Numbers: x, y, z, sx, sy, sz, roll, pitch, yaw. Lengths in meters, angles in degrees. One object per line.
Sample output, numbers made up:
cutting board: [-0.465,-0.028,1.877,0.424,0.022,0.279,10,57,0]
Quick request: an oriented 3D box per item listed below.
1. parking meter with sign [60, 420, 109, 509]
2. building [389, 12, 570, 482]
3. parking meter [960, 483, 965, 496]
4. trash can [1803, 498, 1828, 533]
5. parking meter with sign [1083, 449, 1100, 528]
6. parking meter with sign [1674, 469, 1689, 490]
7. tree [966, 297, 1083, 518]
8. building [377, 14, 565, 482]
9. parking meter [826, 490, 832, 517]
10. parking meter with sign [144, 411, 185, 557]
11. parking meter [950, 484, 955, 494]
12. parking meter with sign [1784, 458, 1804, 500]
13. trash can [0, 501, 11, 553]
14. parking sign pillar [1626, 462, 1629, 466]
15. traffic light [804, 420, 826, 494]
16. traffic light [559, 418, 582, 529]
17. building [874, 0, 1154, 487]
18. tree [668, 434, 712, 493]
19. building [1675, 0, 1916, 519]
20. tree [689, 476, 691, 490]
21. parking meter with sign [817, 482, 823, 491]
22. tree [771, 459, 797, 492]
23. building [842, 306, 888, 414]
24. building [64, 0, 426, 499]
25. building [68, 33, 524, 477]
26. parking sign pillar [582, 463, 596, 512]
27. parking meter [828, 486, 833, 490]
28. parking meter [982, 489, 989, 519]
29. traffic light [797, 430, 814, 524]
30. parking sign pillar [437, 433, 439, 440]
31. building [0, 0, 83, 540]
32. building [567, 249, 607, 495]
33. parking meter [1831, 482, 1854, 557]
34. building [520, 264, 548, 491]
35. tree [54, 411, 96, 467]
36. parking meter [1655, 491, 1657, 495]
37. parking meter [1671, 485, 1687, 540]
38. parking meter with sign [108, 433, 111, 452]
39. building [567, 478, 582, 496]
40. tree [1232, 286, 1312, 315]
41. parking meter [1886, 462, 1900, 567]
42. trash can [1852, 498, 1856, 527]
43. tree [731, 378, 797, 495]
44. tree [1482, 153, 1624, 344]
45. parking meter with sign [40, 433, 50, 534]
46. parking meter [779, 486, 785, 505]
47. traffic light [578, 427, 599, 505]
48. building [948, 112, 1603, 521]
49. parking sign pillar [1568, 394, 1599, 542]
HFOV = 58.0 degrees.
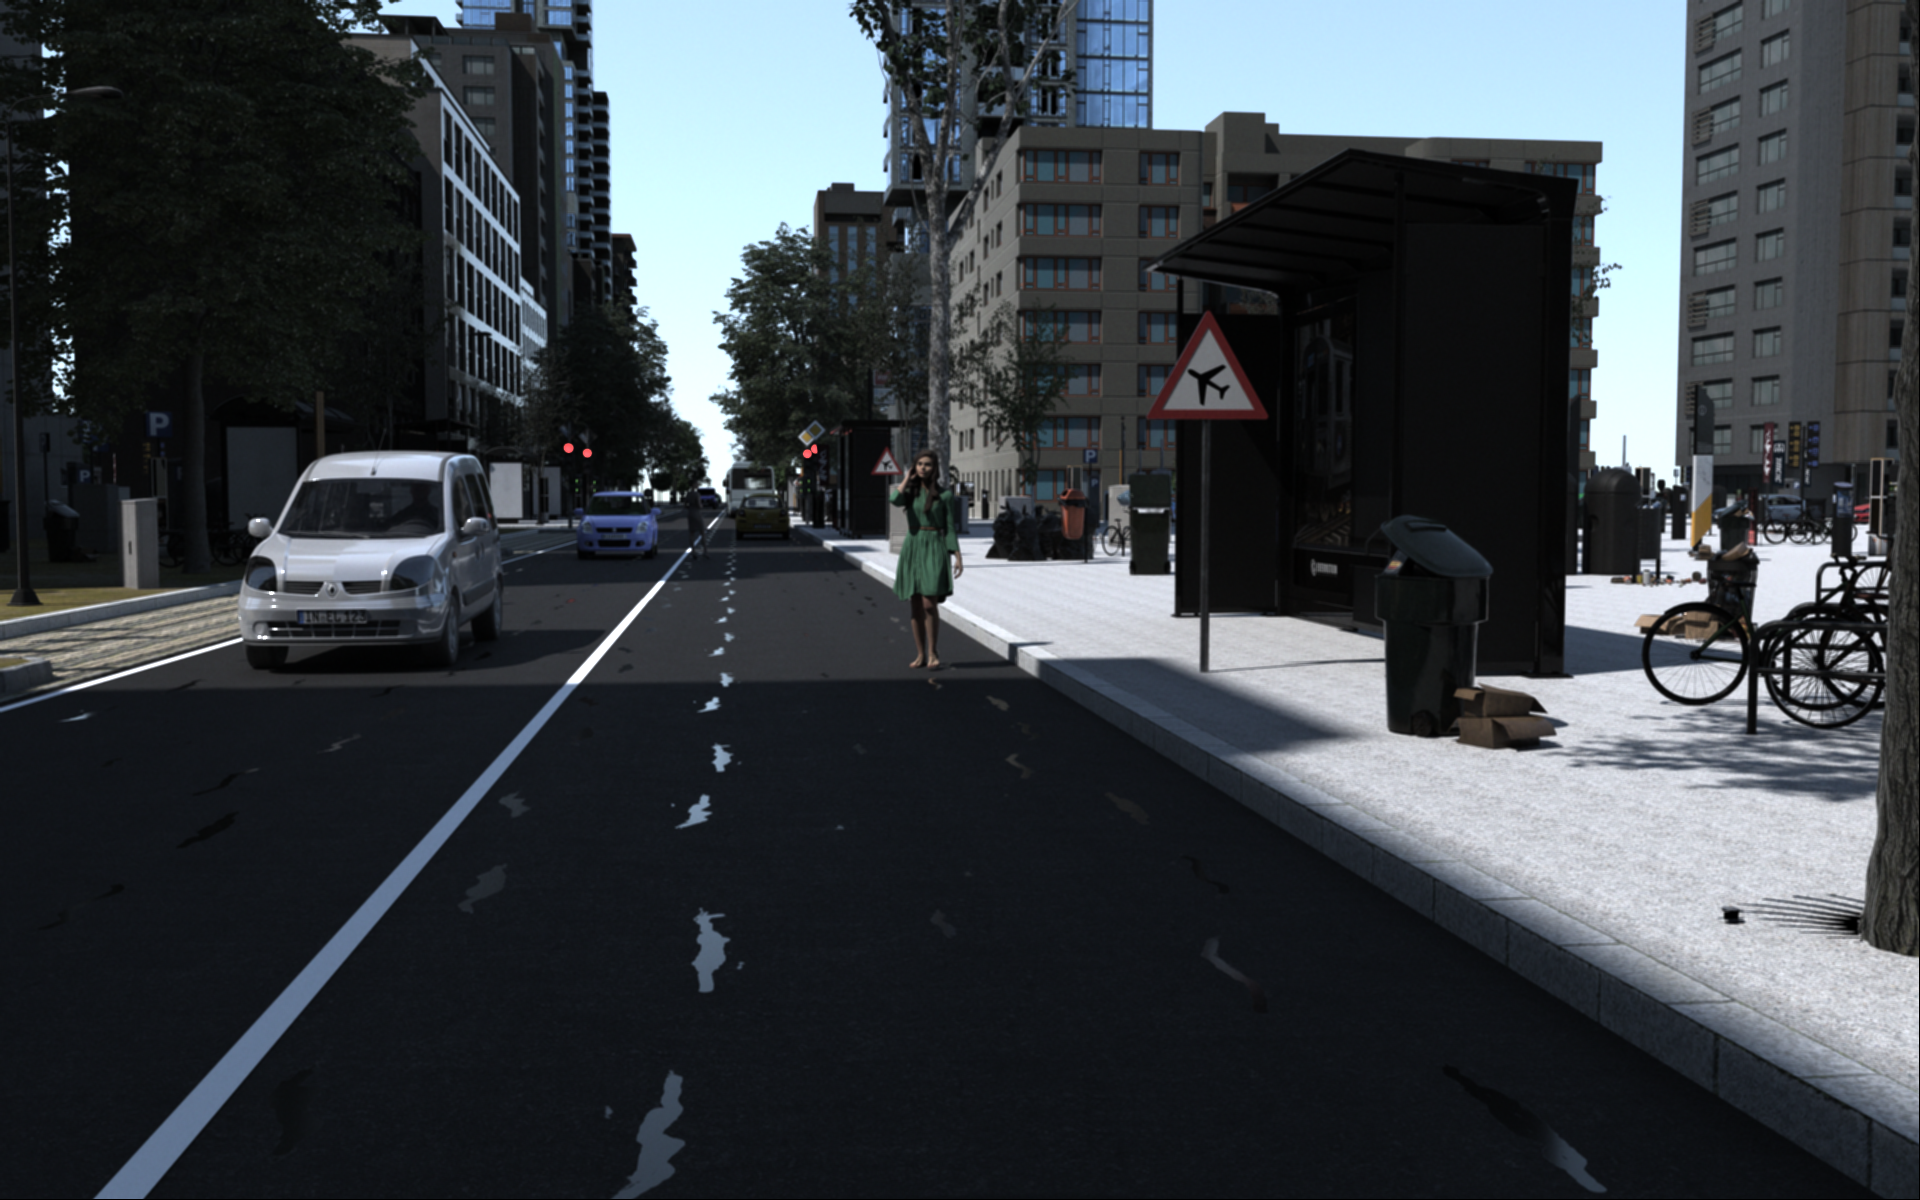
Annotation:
parking meter with sign: [-20.992,-2.760,41.394,0.543,3.016,1.738,-3,5,-43]
building: [-45.197,-31.522,165.496,14.600,45.320,14.200,0,4,-7]
parking meter: [0.124,-5.032,87.976,0.255,1.863,0.399,0,4,-4]
trash can: [28.532,-2.821,57.781,0.748,1.137,0.748,0,3,0]
parking meter with sign: [5.083,-4.278,66.213,0.543,3.016,1.738,0,4,-3]
parking meter with sign: [50.169,-7.534,119.436,0.543,3.016,1.738,-3,5,-41]
tree: [2.474,-6.948,63.964,4.737,8.622,4.395,0,3,0]
building: [-42.706,-28.631,151.707,14.154,41.232,14.086,0,4,-7]
parking meter: [-7.477,-5.530,98.824,0.372,1.533,0.369,0,3,0]
parking meter with sign: [-16.337,-2.434,36.060,1.738,3.016,0.543,3,5,44]
parking meter: [-0.504,-5.833,101.082,0.399,1.863,0.255,2,4,31]
parking meter with sign: [40.214,-5.345,83.654,0.543,3.016,1.738,-1,4,-9]
trash can: [-21.234,-1.615,38.054,0.748,1.137,0.748,0,3,0]
parking sign pillar: [56.018,-9.643,146.136,1.447,3.967,1.447,2,4,34]
traffic light: [-5.472,-4.678,65.408,0.839,4.253,0.868,0,4,-7]
traffic light: [-14.458,-4.607,64.246,0.839,4.253,0.868,0,4,-7]
building: [2.777,-50.164,132.860,22.319,86.520,31.000,0,4,-7]
tree: [-47.679,-23.556,302.155,9.611,12.733,9.660,0,3,0]
building: [48.876,-25.029,92.813,14.086,41.232,14.154,0,4,-7]
tree: [-40.031,-16.054,246.187,4.285,4.588,4.351,0,3,0]
parking meter with sign: [-8.707,-6.755,106.699,1.738,3.016,0.543,3,5,41]
tree: [-17.173,-11.251,167.667,4.285,4.588,4.351,0,3,0]
building: [2.921,-20.215,175.547,27.650,21.520,28.899,0,4,-7]
building: [-34.068,-15.611,84.925,12.332,23.373,15.834,0,4,-7]
building: [-39.774,-18.680,109.937,19.350,26.468,34.151,0,4,-7]
parking sign pillar: [-24.952,-7.892,117.504,1.447,3.967,1.447,-1,4,-21]
parking meter: [-9.255,-7.223,123.806,0.255,1.863,0.399,0,4,4]
parking meter: [1.308,-4.941,89.191,0.372,1.533,0.369,0,3,0]
traffic light: [-6.486,-5.163,73.329,0.839,4.253,0.868,0,4,-7]
parking sign pillar: [-22.047,-5.101,71.867,1.447,3.967,1.447,2,4,26]
building: [-36.119,-36.820,40.264,20.611,71.187,20.563,0,4,-7]
building: [-49.374,-26.461,204.341,14.160,30.474,14.107,0,4,-7]
parking meter: [17.984,-1.644,35.294,0.372,1.533,0.369,0,3,0]
building: [-38.612,-17.198,135.937,10.420,20.320,16.860,0,4,-7]
tree: [-30.623,-4.537,57.886,4.285,4.588,4.351,0,3,0]
parking meter: [58.711,-8.442,146.438,0.372,1.533,0.369,0,3,0]
parking meter: [20.344,-2.482,48.989,0.372,1.533,0.369,0,3,0]
parking meter with sign: [-24.405,-3.194,48.476,0.543,3.016,1.738,0,4,-3]
building: [-56.504,-30.064,183.426,32.217,40.220,23.993,0,4,-7]
tree: [8.998,-6.006,48.552,4.360,8.622,3.978,0,3,0]
parking meter: [15.752,-1.423,28.980,0.399,1.863,0.255,-1,4,-12]
trash can: [32.949,-3.232,64.504,0.748,1.137,0.748,0,3,0]
tree: [-18.914,-16.433,179.056,12.009,13.543,11.850,0,3,0]
tree: [11.874,-5.313,37.231,4.360,8.622,3.978,0,3,0]
parking meter with sign: [-25.509,-3.288,50.021,0.543,3.016,1.738,3,5,44]
parking meter: [-12.644,-7.180,123.096,0.399,1.863,0.255,3,5,39]
traffic light: [-15.472,-5.092,72.167,0.839,4.253,0.868,0,4,-7]
building: [15.364,-15.415,97.075,28.899,21.520,27.650,0,4,-7]
parking sign pillar: [16.112,-3.556,46.613,1.447,3.967,1.447,-3,4,-37]
